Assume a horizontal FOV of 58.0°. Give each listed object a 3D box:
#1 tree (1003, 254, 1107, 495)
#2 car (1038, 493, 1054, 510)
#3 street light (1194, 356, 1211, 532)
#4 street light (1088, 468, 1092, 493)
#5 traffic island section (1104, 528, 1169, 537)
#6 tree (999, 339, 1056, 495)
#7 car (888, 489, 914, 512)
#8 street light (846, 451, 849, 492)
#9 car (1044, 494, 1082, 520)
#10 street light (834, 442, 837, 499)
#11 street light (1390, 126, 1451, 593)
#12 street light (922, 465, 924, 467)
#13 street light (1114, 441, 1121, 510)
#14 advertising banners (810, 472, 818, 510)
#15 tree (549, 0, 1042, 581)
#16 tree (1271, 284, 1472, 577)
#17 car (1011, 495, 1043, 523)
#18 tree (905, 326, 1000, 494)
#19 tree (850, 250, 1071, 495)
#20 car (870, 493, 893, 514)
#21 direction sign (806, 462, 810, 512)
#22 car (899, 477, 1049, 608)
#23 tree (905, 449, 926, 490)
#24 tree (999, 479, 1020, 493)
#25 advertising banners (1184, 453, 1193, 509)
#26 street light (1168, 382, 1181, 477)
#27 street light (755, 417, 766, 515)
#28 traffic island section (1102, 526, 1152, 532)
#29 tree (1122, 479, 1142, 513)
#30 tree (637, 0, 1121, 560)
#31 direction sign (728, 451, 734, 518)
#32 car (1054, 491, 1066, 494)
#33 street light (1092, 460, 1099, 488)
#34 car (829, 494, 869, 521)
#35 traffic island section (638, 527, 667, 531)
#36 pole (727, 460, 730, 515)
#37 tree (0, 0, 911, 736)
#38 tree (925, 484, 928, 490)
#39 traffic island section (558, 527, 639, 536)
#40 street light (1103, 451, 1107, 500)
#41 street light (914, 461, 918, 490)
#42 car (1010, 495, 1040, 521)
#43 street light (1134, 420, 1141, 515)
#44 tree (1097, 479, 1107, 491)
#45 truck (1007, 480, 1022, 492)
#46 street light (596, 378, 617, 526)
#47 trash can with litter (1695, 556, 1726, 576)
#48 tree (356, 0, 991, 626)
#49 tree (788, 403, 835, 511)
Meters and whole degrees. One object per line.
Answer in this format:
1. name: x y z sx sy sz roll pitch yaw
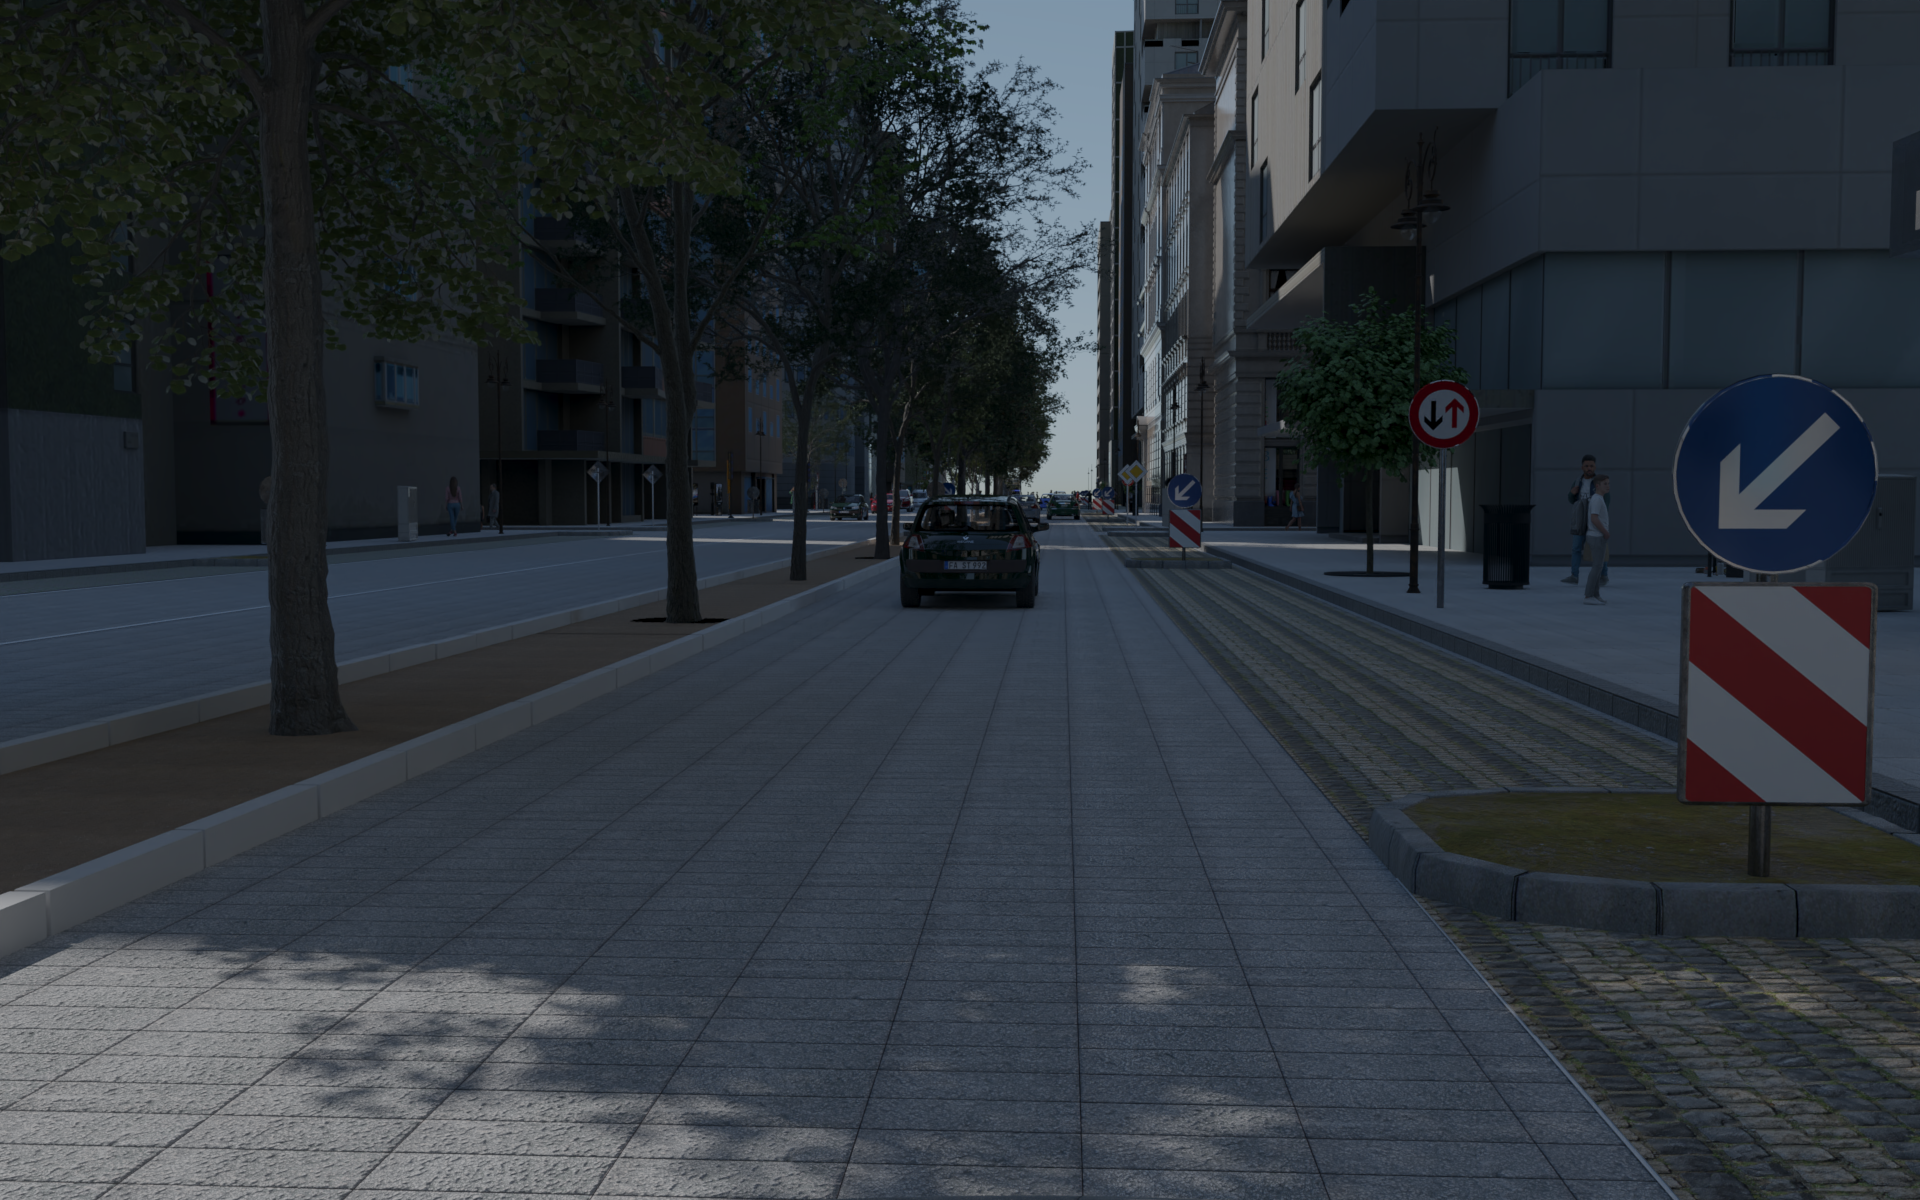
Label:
1. tree: 4.650 -16.918 134.959 12.611 20.169 13.585 0 3 0
2. car: 7.718 -8.611 150.382 1.945 1.707 3.694 0 4 5
3. street light: 8.142 -5.233 58.349 0.468 5.910 1.993 0 4 3
4. street light: 20.204 -17.912 265.648 0.468 5.910 1.993 0 4 3
5. traffic island section: 6.041 -2.247 59.027 2.009 0.180 2.903 0 4 3
6. tree: 3.051 -12.511 125.138 7.486 12.596 7.792 0 3 0
7. car: -4.848 -7.939 138.483 2.281 1.827 5.304 0 4 2
8. street light: -9.541 -10.555 145.367 0.468 5.910 1.993 0 4 3
9. car: 5.802 -5.240 97.468 2.131 1.459 4.920 0 4 2
10. street light: -10.011 -10.163 138.960 0.468 5.910 1.993 0 4 3
11. street light: 5.883 -3.027 22.287 0.468 5.910 1.993 0 4 3
12. street light: -4.763 -15.594 227.750 0.468 5.910 1.993 0 4 3
13. street light: 13.322 -10.712 147.927 0.468 5.910 1.993 0 4 3
14. advertising banners: -11.838 -8.856 140.991 0.090 3.025 2.074 -1 4 -22
15. tree: -2.712 -5.568 27.909 8.767 10.594 7.601 0 4 3
16. tree: 6.527 -2.671 27.389 4.285 4.588 4.351 0 3 0
17. car: 3.158 -4.577 86.842 2.014 1.417 4.499 0 4 3
18. tree: -0.337 -7.209 70.691 4.737 8.622 4.395 0 3 0
19. tree: 0.078 -9.685 77.815 9.611 12.733 9.660 0 3 0
20. car: -5.464 -7.163 126.152 2.155 1.783 4.494 0 4 1
21. direction sign: -10.670 -7.884 120.894 0.379 3.537 0.876 1 4 20
22. car: 0.187 -0.821 23.208 2.009 1.686 4.222 0 4 3
23. tree: -5.672 -16.496 220.077 4.360 8.622 3.978 0 3 0
24. tree: 2.512 -10.159 118.921 4.360 8.622 3.978 0 3 0
25. advertising banners: 9.780 -4.766 74.111 0.090 3.025 2.074 0 4 -2
26. street light: 8.851 -6.044 71.604 0.468 5.910 1.993 0 4 3
27. street light: -11.979 -8.033 104.126 0.468 5.910 1.993 0 4 3
28. traffic island section: 6.510 -2.735 66.998 2.009 0.180 2.903 0 4 3
29. tree: 11.712 -7.672 120.039 1.663 3.219 1.824 0 3 0
30. tree: -1.729 -7.640 37.748 12.009 13.543 11.850 0 3 0
31. direction sign: -12.246 -6.148 92.514 0.379 3.537 0.876 0 4 6
32. car: 12.471 -12.748 217.108 2.281 1.827 5.304 0 4 2
33. street light: 18.147 -15.741 230.148 0.468 5.910 1.993 0 4 3
34. car: -6.018 -5.159 94.137 2.009 1.686 4.222 0 4 4
35. traffic island section: -12.099 -2.802 68.094 2.009 0.180 2.903 0 4 3
36. pole: -13.926 -6.760 104.361 0.158 3.312 0.155 0 3 0
37. tree: -3.839 -5.443 9.584 7.486 12.596 7.792 0 3 0
38. tree: -4.512 -14.850 237.403 1.663 3.219 1.824 0 3 0
39. traffic island section: -12.568 -2.314 60.122 2.009 0.180 2.903 0 4 3
40. street light: 15.276 -12.842 182.761 0.468 5.910 1.993 0 4 3
41. street light: -5.406 -14.831 215.267 0.468 5.910 1.993 0 4 3
42. car: 3.277 -4.891 91.975 2.014 1.417 4.499 0 4 4
43. street light: 10.940 -8.177 106.484 0.468 5.910 1.993 0 4 3
44. tree: 18.509 -14.159 226.098 1.663 3.219 1.824 0 3 0
45. truck: 8.693 -17.931 282.088 2.839 4.237 11.283 0 4 3
46. street light: -14.111 -5.903 69.302 0.468 5.910 1.993 0 4 3
47. trash can with litter: 12.815 -1.032 27.935 2.233 1.210 1.678 -1 4 -13
48. tree: -3.180 -5.555 19.041 9.928 11.665 9.643 0 3 0
49. tree: -11.268 -11.181 133.176 4.360 8.622 3.978 0 3 0
